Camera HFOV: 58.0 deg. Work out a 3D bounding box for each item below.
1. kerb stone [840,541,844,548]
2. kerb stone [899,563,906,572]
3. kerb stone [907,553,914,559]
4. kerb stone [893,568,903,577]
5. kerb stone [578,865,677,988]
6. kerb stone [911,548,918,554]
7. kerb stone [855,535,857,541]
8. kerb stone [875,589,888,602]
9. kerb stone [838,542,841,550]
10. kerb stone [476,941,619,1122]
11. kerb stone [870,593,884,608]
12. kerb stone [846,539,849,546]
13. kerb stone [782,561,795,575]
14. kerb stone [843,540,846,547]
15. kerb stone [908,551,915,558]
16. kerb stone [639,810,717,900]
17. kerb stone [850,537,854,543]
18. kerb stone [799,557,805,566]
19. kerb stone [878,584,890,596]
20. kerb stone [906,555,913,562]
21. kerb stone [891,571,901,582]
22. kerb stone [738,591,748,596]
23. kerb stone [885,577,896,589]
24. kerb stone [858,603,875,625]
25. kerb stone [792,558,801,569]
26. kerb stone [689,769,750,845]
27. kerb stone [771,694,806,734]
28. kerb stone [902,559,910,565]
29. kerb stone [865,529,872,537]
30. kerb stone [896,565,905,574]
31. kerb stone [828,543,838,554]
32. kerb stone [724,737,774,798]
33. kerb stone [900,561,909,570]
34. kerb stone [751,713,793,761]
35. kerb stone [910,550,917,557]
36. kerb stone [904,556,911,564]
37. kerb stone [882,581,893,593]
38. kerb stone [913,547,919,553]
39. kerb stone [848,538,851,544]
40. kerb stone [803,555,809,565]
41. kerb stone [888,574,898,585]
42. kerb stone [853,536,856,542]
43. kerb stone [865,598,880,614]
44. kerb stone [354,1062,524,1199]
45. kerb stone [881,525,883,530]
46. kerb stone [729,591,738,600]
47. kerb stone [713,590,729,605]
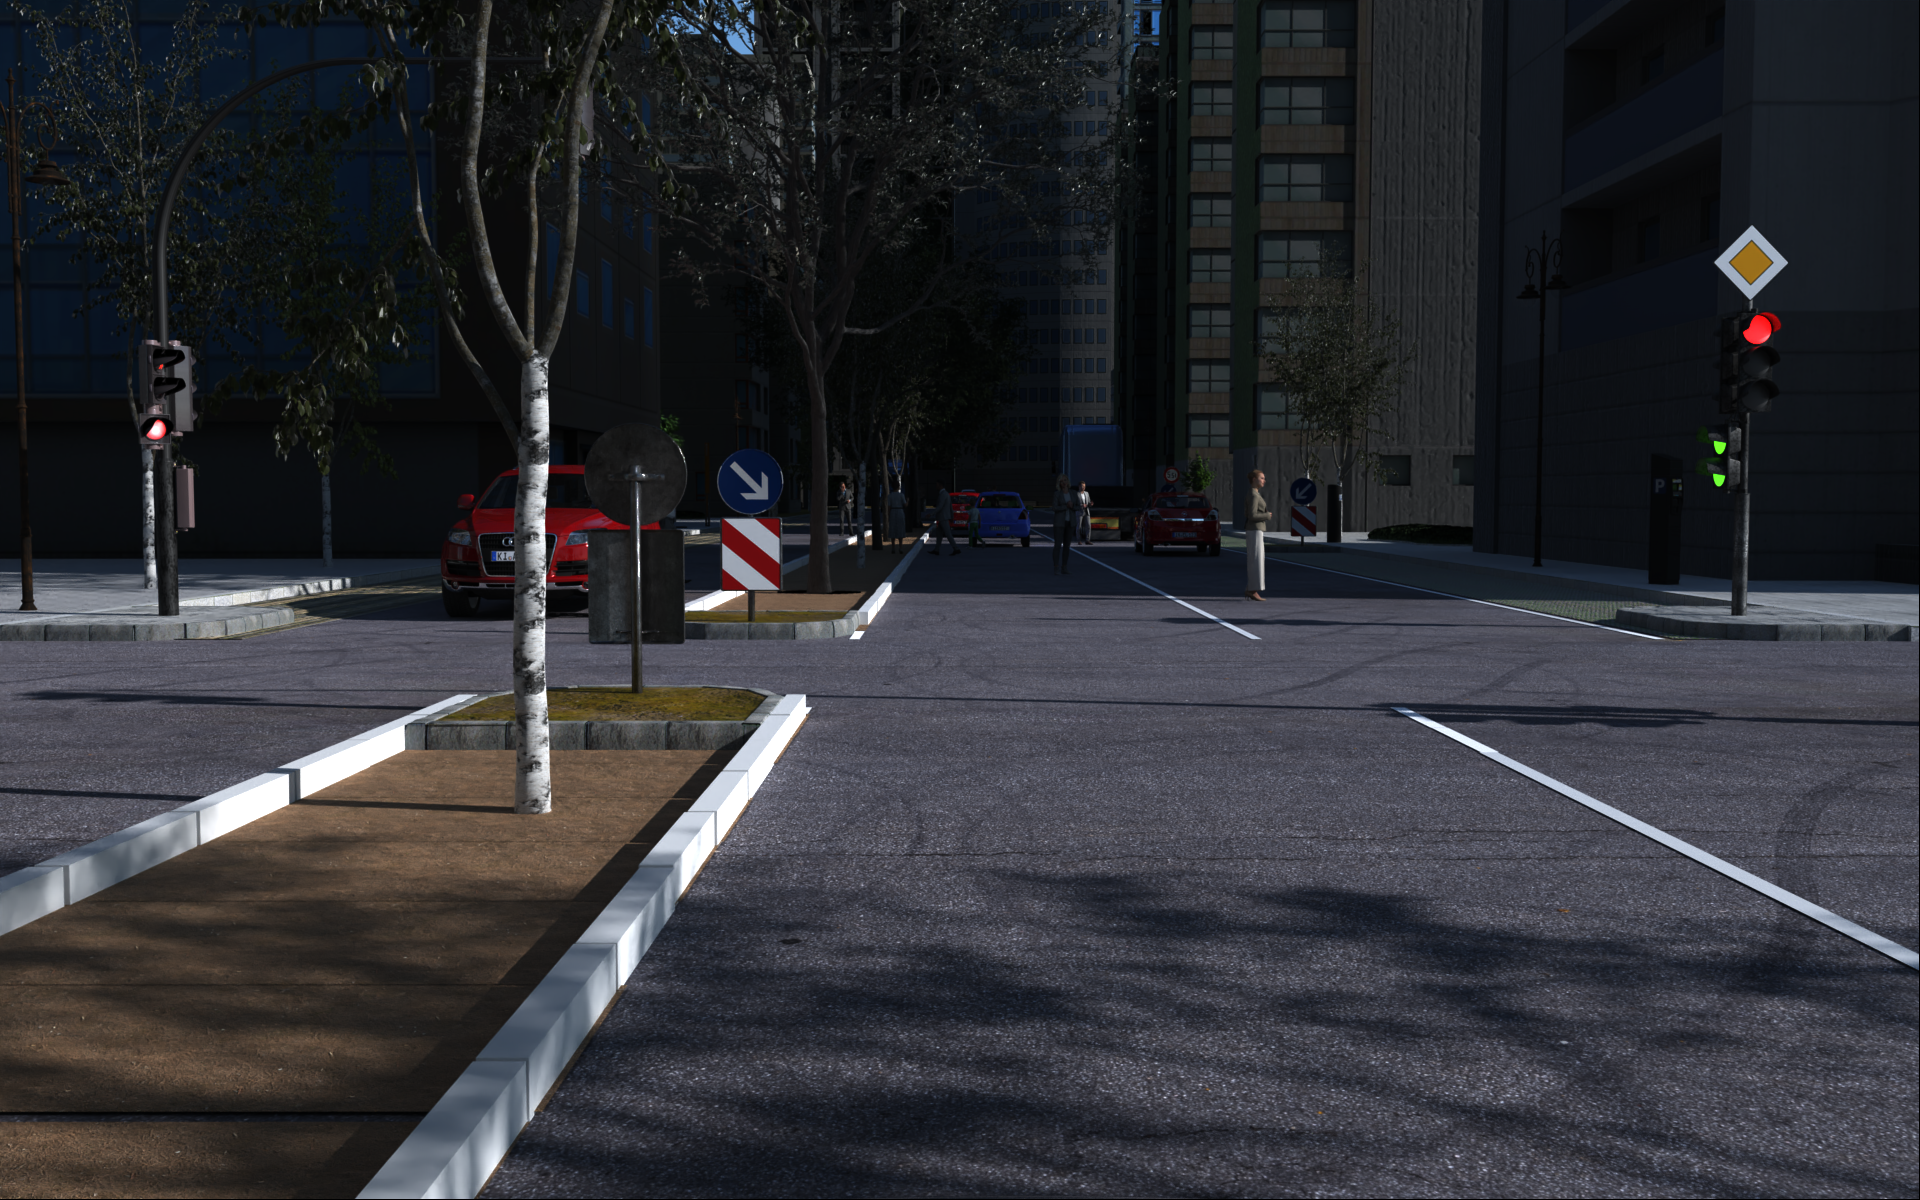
[{"bbox_3d":[-3.180,-1.396,45.013,0.120,0.150,1.000,0,3,0],"label":"kerb stone"},{"bbox_3d":[-1.068,-0.513,30.656,0.120,0.150,1.000,0,3,0],"label":"kerb stone"},{"bbox_3d":[-1.073,-0.827,35.784,0.120,0.150,1.000,0,3,0],"label":"kerb stone"},{"bbox_3d":[-1.060,-0.390,28.596,0.120,0.150,1.000,0,3,0],"label":"kerb stone"},{"bbox_3d":[-1.042,1.027,5.466,0.120,0.150,1.000,0,3,0],"label":"kerb stone"},{"bbox_3d":[-1.068,-1.017,38.854,0.120,0.150,1.000,0,3,0],"label":"kerb stone"},{"bbox_3d":[-3.175,-1.772,51.160,0.120,0.150,1.000,0,3,0],"label":"kerb stone"},{"bbox_3d":[-1.051,-0.011,22.436,0.120,0.150,1.000,0,3,0],"label":"kerb stone"},{"bbox_3d":[-3.174,-1.333,43.983,0.120,0.150,1.000,0,3,0],"label":"kerb stone"},{"bbox_3d":[-1.042,1.086,4.444,0.120,0.150,1.000,0,3,0],"label":"kerb stone"},{"bbox_3d":[-1.053,0.048,21.413,0.120,0.150,1.000,0,3,0],"label":"kerb stone"},{"bbox_3d":[-3.175,-1.520,47.060,0.120,0.150,1.000,0,3,0],"label":"kerb stone"},{"bbox_3d":[-3.164,-0.580,31.672,0.120,0.150,1.000,0,3,0],"label":"kerb stone"},{"bbox_3d":[-3.182,-1.458,46.035,0.120,0.150,1.000,0,3,0],"label":"kerb stone"},{"bbox_3d":[-1.073,-0.893,36.809,0.120,0.150,1.000,0,3,0],"label":"kerb stone"},{"bbox_3d":[-1.051,0.961,6.489,0.120,0.150,1.000,0,3,0],"label":"kerb stone"},{"bbox_3d":[-3.178,-1.641,49.109,0.120,0.150,1.000,0,3,0],"label":"kerb stone"},{"bbox_3d":[-3.175,-0.705,33.728,0.120,0.150,1.000,0,3,0],"label":"kerb stone"},{"bbox_3d":[-1.059,-0.075,23.458,0.120,0.150,1.000,0,3,0],"label":"kerb stone"},{"bbox_3d":[-1.067,-0.766,34.762,0.120,0.150,1.000,0,3,0],"label":"kerb stone"},{"bbox_3d":[-1.056,-0.329,27.573,0.120,0.150,1.000,0,3,0],"label":"kerb stone"},{"bbox_3d":[-3.151,-0.140,24.478,0.120,0.150,1.000,0,3,0],"label":"kerb stone"},{"bbox_3d":[-1.054,-0.201,25.517,0.120,0.150,1.000,0,3,0],"label":"kerb stone"},{"bbox_3d":[-1.059,0.174,19.354,0.120,0.150,1.000,0,3,0],"label":"kerb stone"},{"bbox_3d":[-3.164,-0.643,32.706,0.120,0.150,1.000,0,3,0],"label":"kerb stone"},{"bbox_3d":[-1.042,0.898,7.511,0.120,0.150,1.000,0,3,0],"label":"kerb stone"},{"bbox_3d":[-1.048,0.710,10.592,0.120,0.150,1.000,0,3,0],"label":"kerb stone"},{"bbox_3d":[-1.066,-0.638,32.702,0.120,0.150,1.000,0,3,0],"label":"kerb stone"},{"bbox_3d":[-3.188,-2.335,60.375,0.120,0.150,1.000,0,3,0],"label":"kerb stone"},{"bbox_3d":[-1.065,-0.455,29.628,0.120,0.150,1.000,0,3,0],"label":"kerb stone"},{"bbox_3d":[-3.173,-1.270,42.960,0.120,0.150,1.000,0,3,0],"label":"kerb stone"},{"bbox_3d":[-1.042,0.835,8.544,0.120,0.150,1.000,0,3,0],"label":"kerb stone"},{"bbox_3d":[-1.058,-0.580,31.680,0.120,0.150,1.000,0,3,0],"label":"kerb stone"},{"bbox_3d":[-1.048,0.776,9.568,0.120,0.150,1.000,0,3,0],"label":"kerb stone"},{"bbox_3d":[-1.072,-0.956,37.831,0.120,0.150,1.000,0,3,0],"label":"kerb stone"},{"bbox_3d":[-1.068,-0.705,33.730,0.120,0.150,1.000,0,3,0],"label":"kerb stone"},{"bbox_3d":[-1.058,-0.138,24.495,0.120,0.150,1.000,0,3,0],"label":"kerb stone"},{"bbox_3d":[-1.068,-1.081,39.893,0.120,0.150,1.000,0,3,0],"label":"kerb stone"},{"bbox_3d":[-3.177,-1.584,48.086,0.120,0.150,1.000,0,3,0],"label":"kerb stone"},{"bbox_3d":[-3.165,-0.767,34.750,0.120,0.150,1.000,0,3,0],"label":"kerb stone"},{"bbox_3d":[-1.062,-0.266,26.547,0.120,0.150,1.000,0,3,0],"label":"kerb stone"},{"bbox_3d":[-3.187,-1.709,50.137,0.120,0.150,1.000,0,3,0],"label":"kerb stone"},{"bbox_3d":[-1.059,0.111,20.380,0.120,0.150,1.000,0,3,0],"label":"kerb stone"},{"bbox_3d":[-1.041,1.148,3.421,0.120,0.150,1.000,0,3,0],"label":"kerb stone"},{"bbox_3d":[-3.194,-3.149,73.683,0.120,0.150,1.000,0,3,0],"label":"kerb stone"},{"bbox_3d":[-3.160,-0.076,23.452,0.120,0.150,1.000,0,3,0],"label":"kerb stone"},{"bbox_3d":[-3.156,-0.014,22.425,0.120,0.150,1.000,0,3,0],"label":"kerb stone"}]
